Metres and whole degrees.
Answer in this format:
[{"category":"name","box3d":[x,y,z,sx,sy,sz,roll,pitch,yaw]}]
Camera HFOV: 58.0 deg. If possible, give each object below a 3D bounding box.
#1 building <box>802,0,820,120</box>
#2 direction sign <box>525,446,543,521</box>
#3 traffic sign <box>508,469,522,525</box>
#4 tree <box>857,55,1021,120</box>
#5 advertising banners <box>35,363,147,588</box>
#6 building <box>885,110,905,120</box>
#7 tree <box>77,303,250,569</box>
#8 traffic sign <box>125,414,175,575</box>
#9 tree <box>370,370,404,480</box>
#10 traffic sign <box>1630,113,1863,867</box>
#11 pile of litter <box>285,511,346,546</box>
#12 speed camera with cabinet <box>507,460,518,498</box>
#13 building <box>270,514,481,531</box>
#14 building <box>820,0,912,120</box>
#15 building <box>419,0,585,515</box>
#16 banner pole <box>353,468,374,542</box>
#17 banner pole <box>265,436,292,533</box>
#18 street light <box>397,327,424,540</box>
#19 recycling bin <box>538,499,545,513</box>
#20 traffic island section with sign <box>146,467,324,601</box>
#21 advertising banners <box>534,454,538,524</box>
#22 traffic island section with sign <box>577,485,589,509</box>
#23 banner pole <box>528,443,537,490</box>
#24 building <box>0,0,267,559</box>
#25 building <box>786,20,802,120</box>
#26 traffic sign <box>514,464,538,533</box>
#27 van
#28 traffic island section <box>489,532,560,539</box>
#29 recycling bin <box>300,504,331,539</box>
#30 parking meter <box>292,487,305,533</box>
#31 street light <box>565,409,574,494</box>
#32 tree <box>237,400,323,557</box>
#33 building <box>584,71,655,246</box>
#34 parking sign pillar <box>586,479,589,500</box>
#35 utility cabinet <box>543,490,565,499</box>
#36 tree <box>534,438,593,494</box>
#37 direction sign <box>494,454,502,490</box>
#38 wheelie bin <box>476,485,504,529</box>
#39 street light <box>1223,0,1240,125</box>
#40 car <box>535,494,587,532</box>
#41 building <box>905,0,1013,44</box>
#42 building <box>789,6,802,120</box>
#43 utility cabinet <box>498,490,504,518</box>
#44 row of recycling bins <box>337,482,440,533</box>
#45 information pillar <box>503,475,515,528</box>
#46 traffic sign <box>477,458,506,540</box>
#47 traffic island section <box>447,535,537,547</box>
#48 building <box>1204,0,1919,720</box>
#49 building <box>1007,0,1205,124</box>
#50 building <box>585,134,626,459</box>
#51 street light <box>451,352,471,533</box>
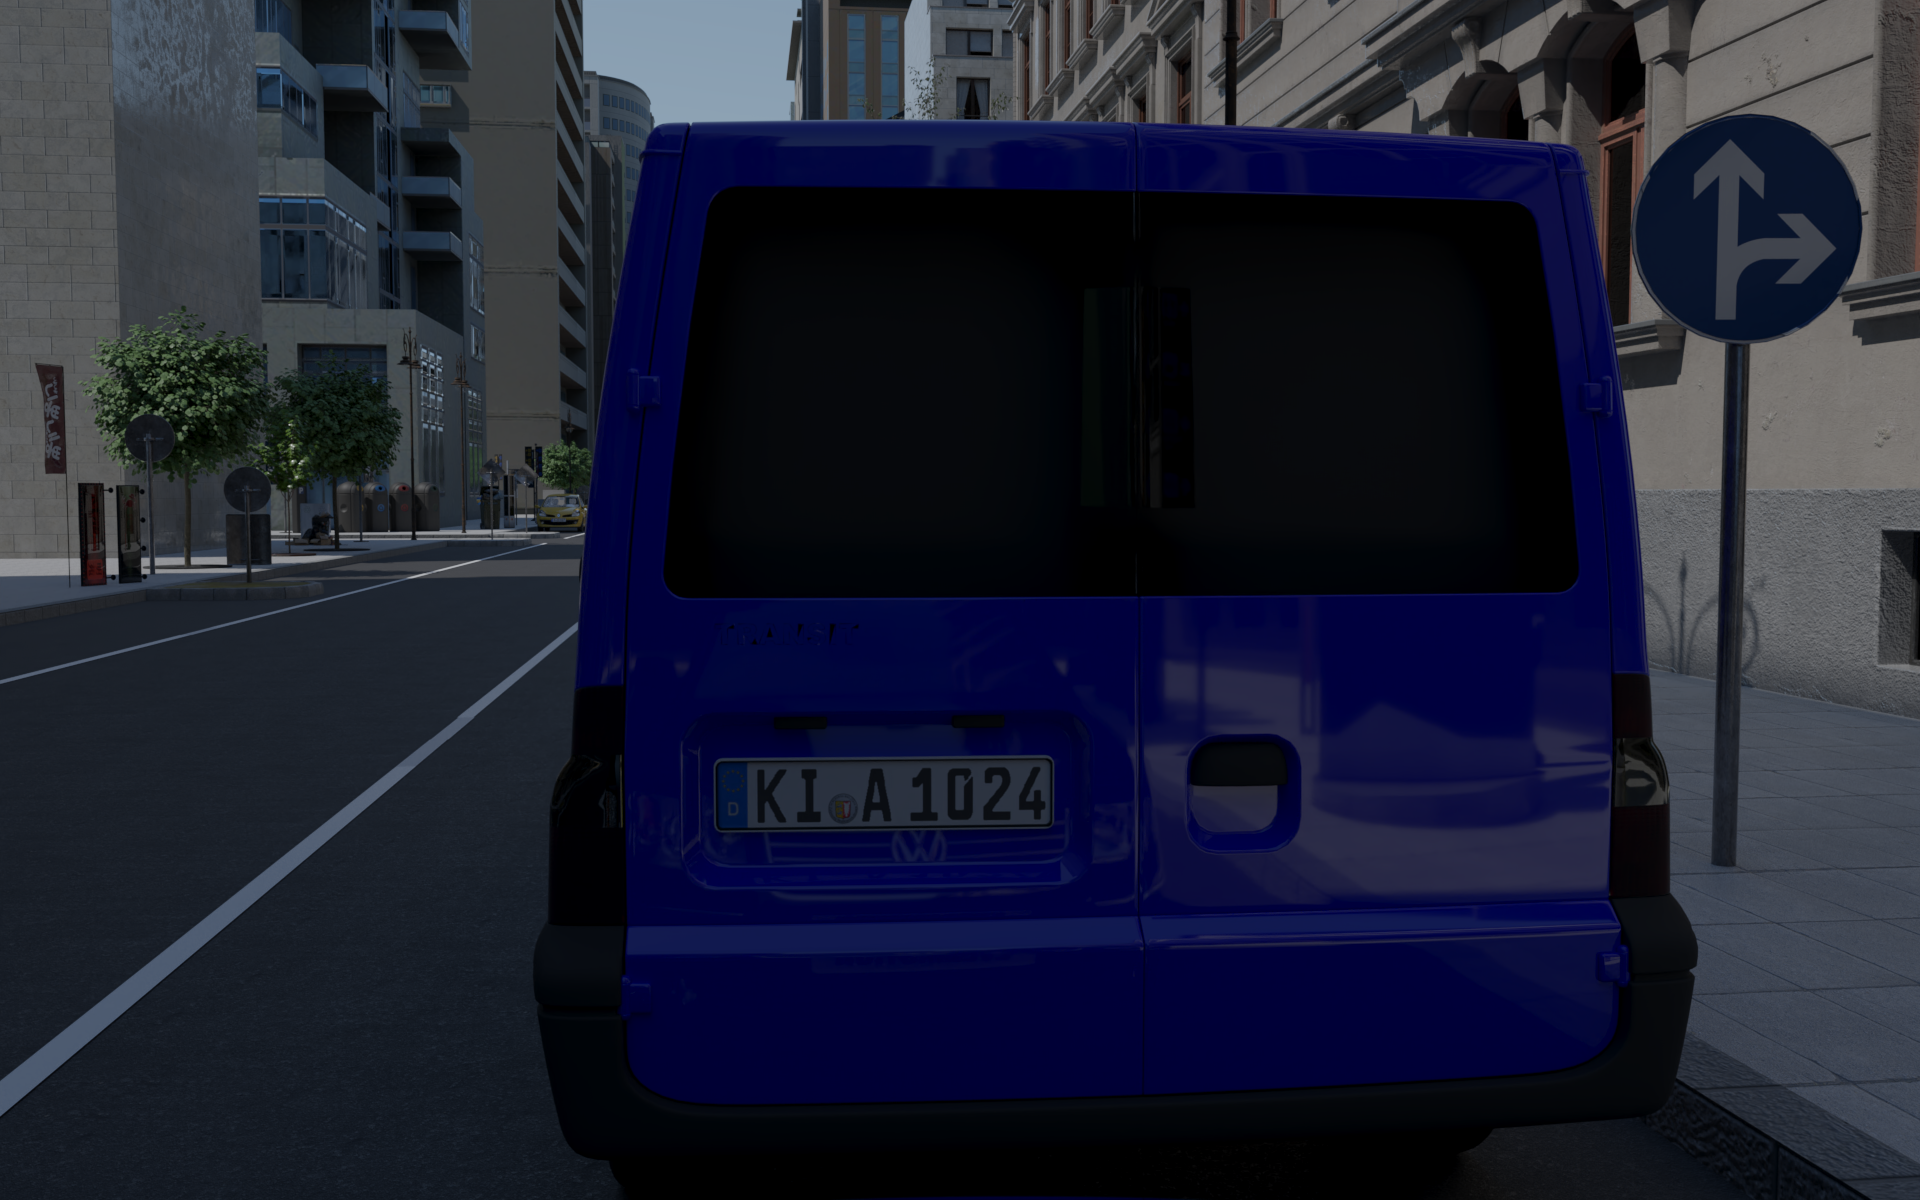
[{"category":"building","box3d":[-4.363,-38.034,163.852,21.231,58.520,28.212,0,4,-7]},{"category":"direction sign","box3d":[-20.227,-5.520,82.248,0.876,3.537,0.379,1,4,11]},{"category":"traffic sign","box3d":[-18.098,-4.189,70.620,0.606,2.300,0.079,0,4,-2]},{"category":"tree","box3d":[-0.039,-4.838,29.469,4.360,8.622,3.978,0,3,0]},{"category":"advertising banners","box3d":[-12.107,-1.711,24.166,0.090,3.025,2.074,1,4,12]},{"category":"building","box3d":[-1.109,-16.669,101.415,11.050,23.489,19.941,0,4,-7]},{"category":"tree","box3d":[-13.486,-2.830,29.981,4.285,4.588,4.351,0,3,0]},{"category":"traffic sign","box3d":[-12.875,-1.678,27.540,0.768,2.556,0.104,0,4,-5]},{"category":"tree","box3d":[-14.172,-3.399,39.290,4.285,4.588,4.351,0,3,0]},{"category":"traffic sign","box3d":[2.646,-0.356,5.921,0.768,2.556,0.104,0,4,2]},{"category":"pile of litter","box3d":[-16.185,-1.805,43.471,1.719,0.858,1.176,3,4,37]},{"category":"speed camera with cabinet","box3d":[-26.707,-6.542,101.305,0.660,3.252,2.038,1,4,23]},{"category":"building","box3d":[-32.009,-46.452,72.156,22.319,86.520,31.000,0,4,-7]},{"category":"building","box3d":[-4.239,-30.142,142.934,14.600,45.320,14.200,0,4,-7]},{"category":"building","box3d":[-36.766,-30.078,115.482,21.300,48.544,21.600,0,4,-7]},{"category":"banner pole","box3d":[-15.963,-3.451,46.437,0.401,3.779,0.863,1,4,13]},{"category":"banner pole","box3d":[-22.421,-4.087,56.840,0.863,3.779,0.401,-1,4,-18]},{"category":"street light","box3d":[-15.196,-4.601,48.015,0.468,5.910,1.993,0,4,-7]},{"category":"recycling bin","box3d":[-20.714,-4.556,87.047,0.722,1.027,0.722,3,5,40]},{"category":"traffic island section with sign","box3d":[-10.099,-0.961,24.335,1.989,1.847,2.006,0,4,-7]},{"category":"advertising banners","box3d":[-17.919,-4.716,73.287,0.090,3.025,2.074,-1,4,-16]},{"category":"traffic island section with sign","box3d":[-17.008,-4.276,78.547,1.989,1.847,2.006,0,4,-7]},{"category":"banner pole","box3d":[-21.103,-5.849,85.644,0.863,3.779,0.401,2,4,35]},{"category":"building","box3d":[-25.638,-11.212,38.074,16.860,20.320,10.420,0,4,-7]},{"category":"building","box3d":[-4.411,-36.902,192.584,28.713,52.752,27.495,0,4,-7]},{"category":"traffic sign","box3d":[-14.200,-3.245,56.702,0.795,2.450,0.064,0,4,-7]},{"category":"van","box3d":[0.007,-0.057,5.316,2.240,2.365,5.245,0,4,-6]},{"category":"traffic island section","box3d":[-14.222,-2.109,56.760,2.009,0.180,2.903,0,4,-7]},{"category":"recycling bin","box3d":[-17.139,-2.050,46.077,0.722,1.027,0.722,-1,4,-17]},{"category":"parking meter","box3d":[-21.662,-3.120,56.730,0.255,1.863,0.399,1,4,22]},{"category":"street light","box3d":[-21.078,-7.389,93.606,0.468,5.910,1.993,0,4,-7]},{"category":"tree","box3d":[-14.033,-2.519,35.794,1.663,3.219,1.824,0,3,0]},{"category":"building","box3d":[-53.760,-42.819,242.083,21.231,58.520,28.212,0,4,-7]},{"category":"parking sign pillar","box3d":[-25.553,-8.086,120.684,1.447,3.967,1.447,0,4,-5]},{"category":"utility cabinet","box3d":[-22.345,-5.304,95.402,1.173,1.500,0.318,0,4,0]},{"category":"tree","box3d":[-23.390,-7.419,105.012,4.285,4.588,4.351,0,3,0]},{"category":"direction sign","box3d":[-26.199,-6.506,98.364,0.379,3.537,0.876,-3,5,-41]},{"category":"wheelie bin","box3d":[-17.072,-3.374,63.065,0.980,1.594,0.693,-2,4,-31]},{"category":"street light","box3d":[1.662,-2.317,10.676,0.468,5.910,1.993,0,4,-7]},{"category":"car","box3d":[-15.264,-3.448,66.590,2.015,1.641,3.980,0,4,-8]},{"category":"building","box3d":[6.768,-12.947,66.439,16.860,20.320,10.420,0,4,-7]},{"category":"building","box3d":[-18.003,-58.885,275.438,22.319,86.520,31.000,0,4,-7]},{"category":"utility cabinet","box3d":[-24.865,-5.126,92.496,1.173,1.500,0.318,2,4,31]},{"category":"row of recycling bins","box3d":[-19.349,-3.148,58.577,3.534,1.692,1.069,-3,5,-44]},{"category":"information pillar","box3d":[-16.989,-3.716,65.241,0.304,2.012,0.304,2,4,31]},{"category":"traffic sign","box3d":[-13.190,-2.761,48.780,0.795,2.450,0.064,0,4,-7]},{"category":"traffic island section","box3d":[-13.212,-1.624,48.839,2.009,0.180,2.903,0,4,-7]},{"category":"building","box3d":[11.000,-13.898,14.617,14.401,28.519,23.554,0,4,-7]},{"category":"building","box3d":[7.663,-12.294,37.159,11.583,22.565,21.152,0,4,-7]},{"category":"building","box3d":[-44.360,-31.044,191.160,14.154,41.232,14.086,0,4,-7]},{"category":"street light","box3d":[-16.264,-5.127,56.612,0.468,5.910,1.993,0,4,-7]}]
